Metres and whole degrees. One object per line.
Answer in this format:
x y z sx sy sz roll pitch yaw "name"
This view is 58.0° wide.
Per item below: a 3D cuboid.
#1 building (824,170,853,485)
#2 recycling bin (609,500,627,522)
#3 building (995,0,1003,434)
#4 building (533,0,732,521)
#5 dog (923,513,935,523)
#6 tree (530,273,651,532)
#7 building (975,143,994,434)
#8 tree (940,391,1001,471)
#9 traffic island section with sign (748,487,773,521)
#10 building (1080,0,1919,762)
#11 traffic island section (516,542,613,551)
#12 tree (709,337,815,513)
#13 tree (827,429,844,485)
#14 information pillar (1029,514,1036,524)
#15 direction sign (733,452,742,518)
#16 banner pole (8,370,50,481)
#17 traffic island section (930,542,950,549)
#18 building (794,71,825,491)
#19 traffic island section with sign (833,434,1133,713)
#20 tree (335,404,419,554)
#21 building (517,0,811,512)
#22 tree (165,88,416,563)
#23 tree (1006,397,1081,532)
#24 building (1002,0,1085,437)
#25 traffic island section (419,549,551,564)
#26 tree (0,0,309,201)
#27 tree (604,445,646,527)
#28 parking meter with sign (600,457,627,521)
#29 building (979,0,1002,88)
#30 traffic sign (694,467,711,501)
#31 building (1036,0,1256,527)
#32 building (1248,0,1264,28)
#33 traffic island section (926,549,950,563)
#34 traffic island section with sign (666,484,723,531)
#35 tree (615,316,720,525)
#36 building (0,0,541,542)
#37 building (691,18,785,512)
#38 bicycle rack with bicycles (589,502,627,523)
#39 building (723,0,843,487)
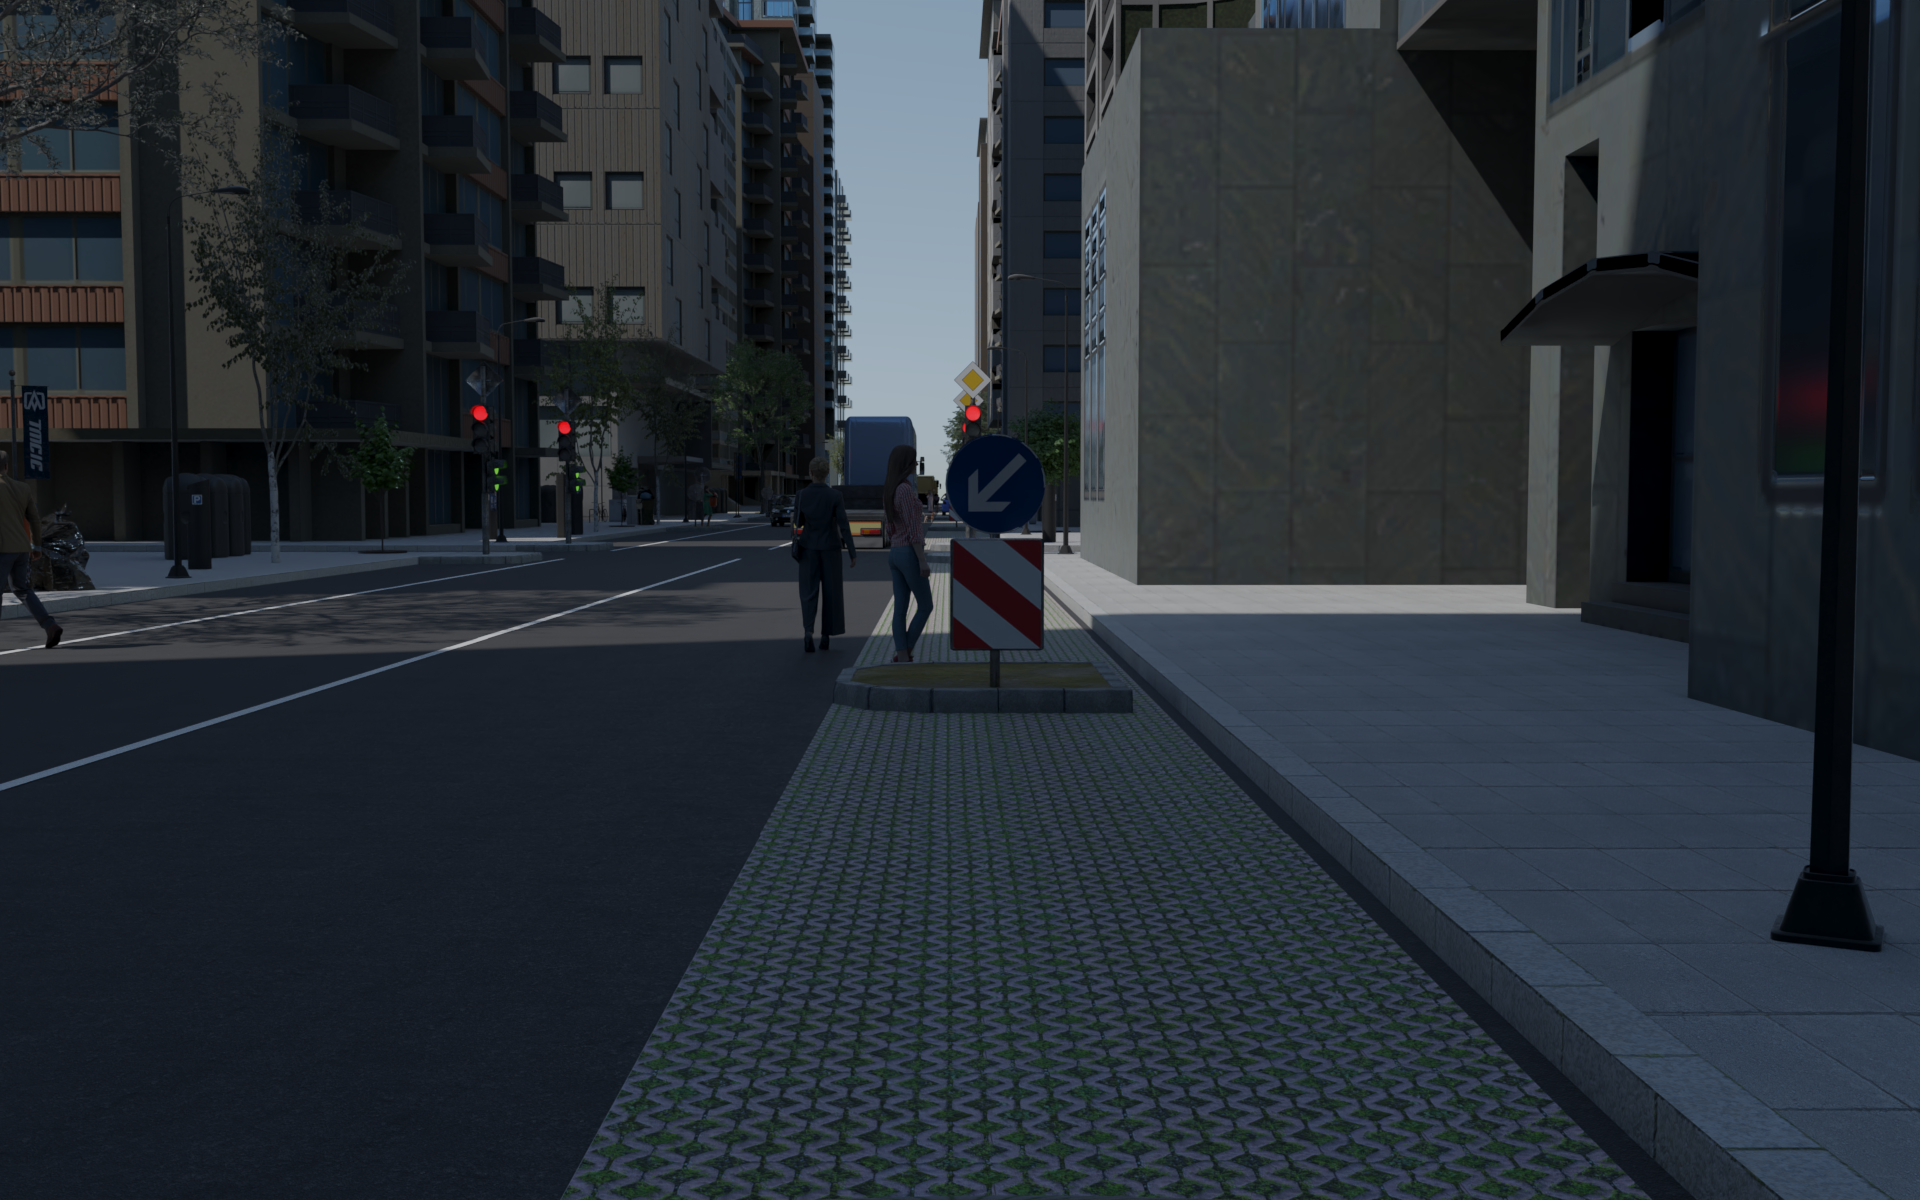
-27.083 -38.584 250.464 23.786 49.044 30.456 0 4 0 "building"
-15.858 -4.149 80.393 0.722 1.027 0.722 0 4 5 "recycling bin"
14.317 -30.468 152.777 22.147 44.769 28.867 0 4 0 "building"
-27.662 -30.891 94.306 28.713 52.752 27.495 0 4 0 "building"
-1.552 -4.145 87.062 0.540 0.507 0.406 -2 4 -24 "dog"
-12.331 -6.598 58.239 4.737 8.622 4.395 0 3 0 "tree"
9.355 -34.613 216.027 14.600 45.320 14.200 0 4 0 "building"
2.460 -18.210 204.383 9.857 13.997 8.962 0 3 0 "tree"
-10.479 -5.244 94.365 1.989 1.847 2.006 0 4 0 "traffic island section with sign"
13.683 -43.066 16.807 22.319 86.520 31.000 0 4 0 "building"
-10.149 -1.378 44.818 2.009 0.180 2.903 0 4 0 "traffic island section"
-13.295 -11.616 115.672 9.928 11.665 9.643 0 3 0 "tree"
-13.262 -15.027 196.052 4.737 8.622 4.395 0 3 0 "tree"
3.089 -4.223 73.534 0.304 2.012 0.304 0 4 5 "information pillar"
-12.326 -6.379 96.295 0.379 3.537 0.876 1 4 19 "direction sign"
-18.899 -2.758 35.116 0.863 3.779 0.401 -2 4 -29 "banner pole"
0.242 -1.382 44.882 2.009 0.180 2.903 0 4 0 "traffic island section"
-21.566 -32.447 180.623 14.600 45.320 14.200 0 4 0 "building"
0.125 -0.218 12.190 1.989 1.847 2.006 0 4 0 "traffic island section with sign"
-12.459 -2.622 37.467 1.663 3.219 1.824 0 3 0 "tree"
-25.433 -30.835 158.775 22.147 44.769 28.867 0 4 0 "building"
-12.535 -4.984 31.847 4.360 8.622 3.978 0 3 0 "tree"
2.970 -4.578 58.568 4.285 4.588 4.351 0 3 0 "tree"
13.065 -34.432 104.959 21.231 58.520 28.212 0 4 0 "building"
-10.096 -0.890 36.834 2.009 0.180 2.903 0 4 0 "traffic island section"
-12.663 -6.632 18.806 12.009 13.543 11.850 0 3 0 "tree"
-13.142 -4.484 67.915 1.663 3.219 1.824 0 3 0 "tree"
-15.984 -5.204 81.352 1.738 3.016 0.543 0 4 -7 "parking meter with sign"
16.561 -36.174 180.678 28.713 52.752 27.495 0 4 0 "building"
-12.069 -4.958 81.163 0.768 2.556 0.104 0 4 0 "traffic sign"
13.884 -38.613 69.574 20.563 71.187 20.611 0 4 0 "building"
16.943 -24.588 52.121 14.200 45.320 14.600 0 4 0 "building"
0.295 -0.894 36.897 2.009 0.180 2.903 0 4 0 "traffic island section"
-10.302 -3.595 67.411 1.989 1.847 2.006 0 4 0 "traffic island section with sign"
-12.466 -7.480 72.659 4.360 8.622 3.978 0 3 0 "tree"
-26.048 -24.699 58.447 22.147 44.769 28.867 0 4 0 "building"
-30.063 -26.924 132.091 32.217 40.220 23.993 0 4 0 "building"
-15.532 -3.970 78.285 2.852 0.926 2.925 0 4 0 "bicycle rack with bicycles"
-25.737 -55.401 218.478 22.319 86.520 31.000 0 4 0 "building"
